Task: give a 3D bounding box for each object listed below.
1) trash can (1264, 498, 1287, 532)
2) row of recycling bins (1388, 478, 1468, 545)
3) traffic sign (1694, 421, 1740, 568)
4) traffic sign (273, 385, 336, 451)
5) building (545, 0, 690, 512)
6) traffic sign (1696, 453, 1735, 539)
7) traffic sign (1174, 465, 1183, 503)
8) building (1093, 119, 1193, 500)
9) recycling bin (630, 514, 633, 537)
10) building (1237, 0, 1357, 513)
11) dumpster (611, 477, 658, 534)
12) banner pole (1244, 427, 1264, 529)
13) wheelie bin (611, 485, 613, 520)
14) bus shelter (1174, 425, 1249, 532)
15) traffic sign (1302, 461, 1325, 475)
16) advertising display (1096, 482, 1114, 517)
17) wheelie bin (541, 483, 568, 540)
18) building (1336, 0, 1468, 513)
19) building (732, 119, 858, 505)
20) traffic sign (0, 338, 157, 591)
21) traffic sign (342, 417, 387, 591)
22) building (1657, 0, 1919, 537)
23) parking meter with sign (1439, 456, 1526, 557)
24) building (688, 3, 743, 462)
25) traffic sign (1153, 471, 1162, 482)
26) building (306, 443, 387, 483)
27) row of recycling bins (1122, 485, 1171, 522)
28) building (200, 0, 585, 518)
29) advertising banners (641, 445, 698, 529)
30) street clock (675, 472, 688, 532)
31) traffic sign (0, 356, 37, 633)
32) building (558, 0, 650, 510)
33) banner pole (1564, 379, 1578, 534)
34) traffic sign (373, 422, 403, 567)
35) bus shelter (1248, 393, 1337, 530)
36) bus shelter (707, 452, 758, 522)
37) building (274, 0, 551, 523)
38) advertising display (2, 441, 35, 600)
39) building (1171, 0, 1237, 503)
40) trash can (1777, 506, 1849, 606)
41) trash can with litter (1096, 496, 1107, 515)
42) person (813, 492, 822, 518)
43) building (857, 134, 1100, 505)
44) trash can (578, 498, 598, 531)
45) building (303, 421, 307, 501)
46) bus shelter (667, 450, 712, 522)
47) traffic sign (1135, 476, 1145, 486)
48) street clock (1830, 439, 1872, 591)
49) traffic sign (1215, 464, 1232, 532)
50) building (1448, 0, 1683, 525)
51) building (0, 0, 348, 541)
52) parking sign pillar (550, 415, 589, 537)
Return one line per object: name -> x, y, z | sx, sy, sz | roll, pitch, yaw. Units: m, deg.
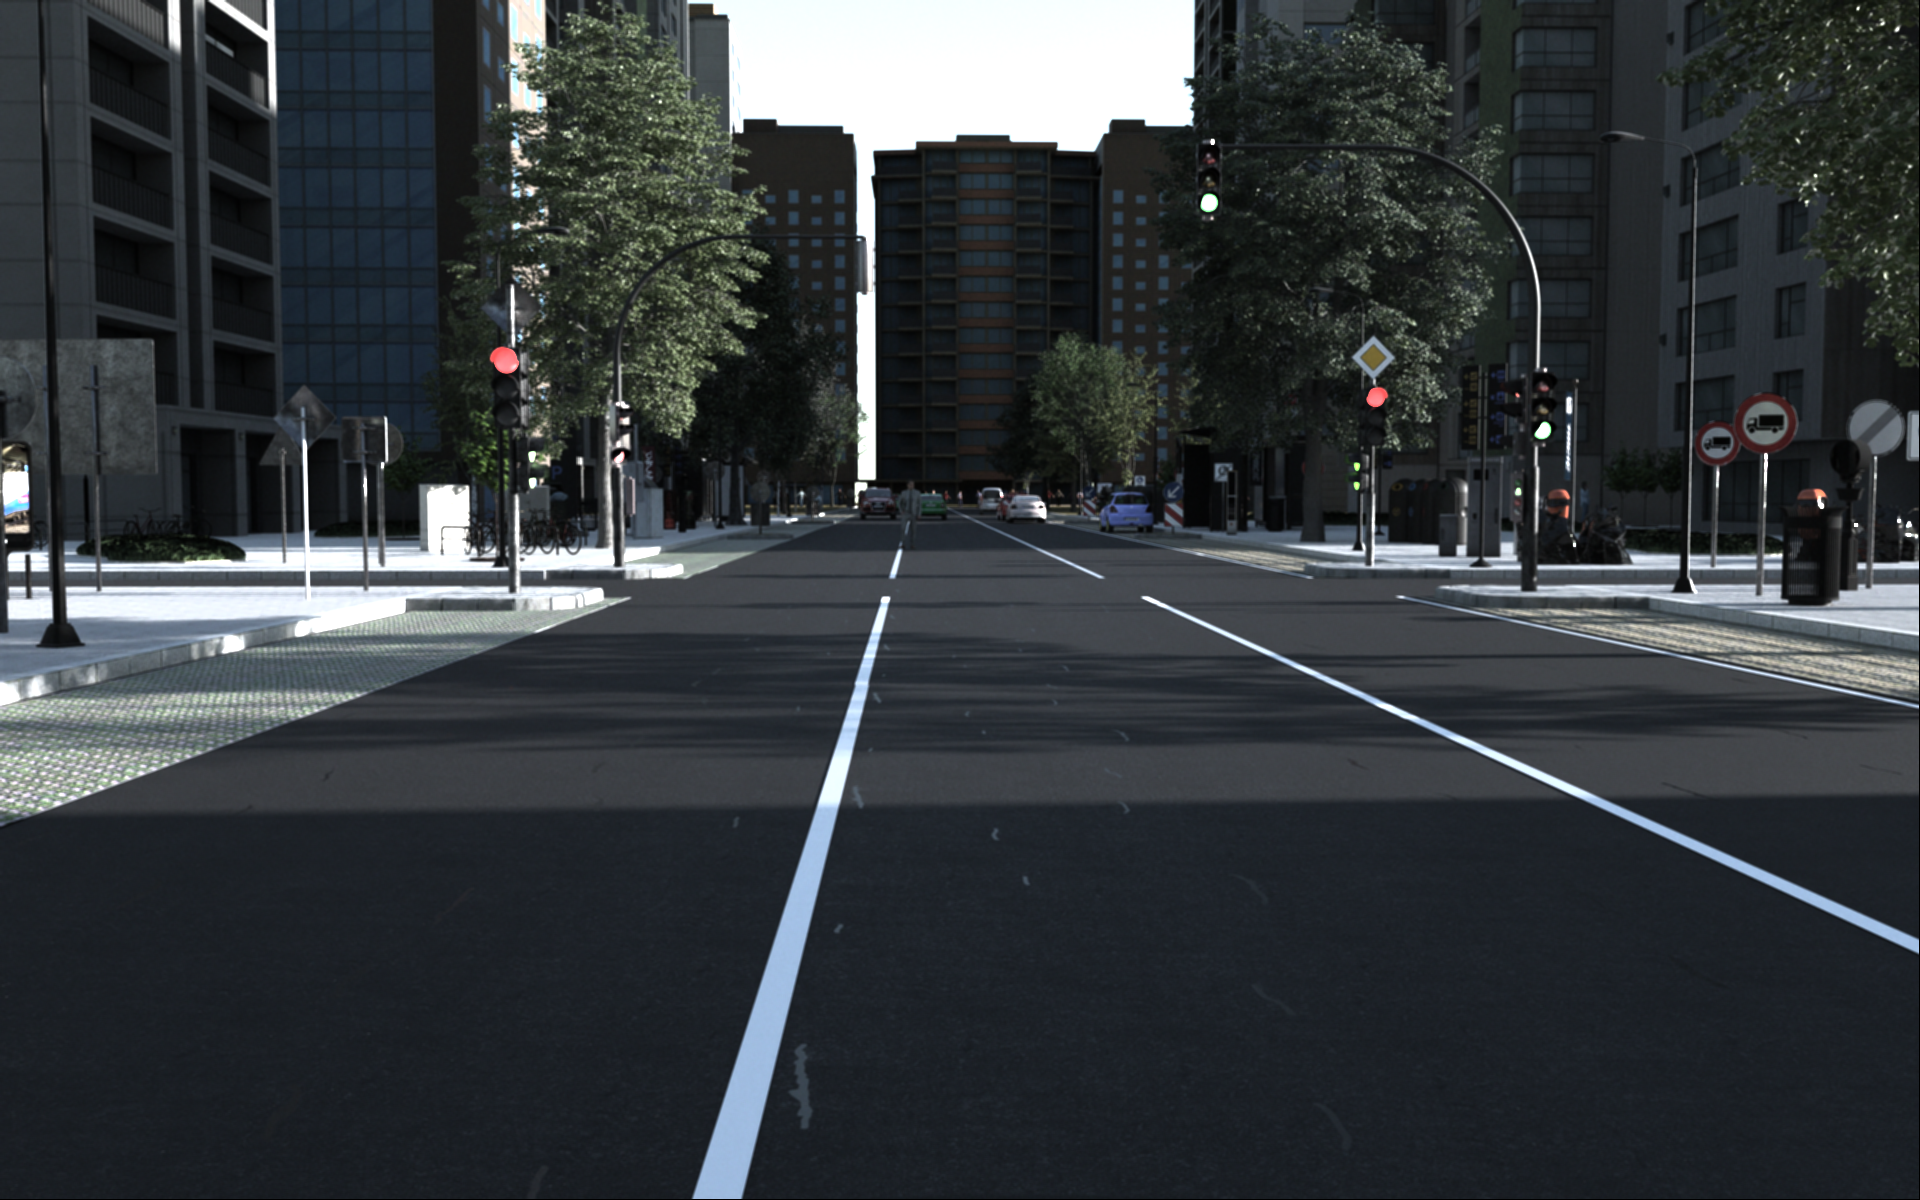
trash can -> 10.778, -2.907, 59.188 | 0.748, 1.137, 0.748 | 0, 3, 0
row of recycling bins -> 12.235, -2.323, 45.091 | 1.069, 1.692, 3.534 | -1, 4, -12
traffic sign -> 13.165, -1.840, 30.189 | 0.768, 2.556, 0.104 | 0, 4, 6
traffic sign -> -7.935, -1.299, 20.977 | 0.795, 2.593, 0.064 | 0, 4, 7
building -> -35.732, -43.891, 155.872 | 20.611, 71.187, 20.563 | 0, 4, -1
traffic sign -> 13.851, -1.937, 31.774 | 0.768, 2.556, 0.104 | 0, 4, 6
traffic sign -> 9.597, -4.558, 74.632 | 0.768, 2.556, 0.104 | 0, 4, 6
building -> 23.685, -34.257, 210.211 | 14.200, 45.320, 14.600 | 0, 4, -1
recycling bin -> -9.579, -2.439, 52.440 | 0.722, 1.027, 0.722 | 0, 4, -4
building -> 31.704, -36.080, 131.907 | 21.231, 58.520, 28.212 | 0, 4, -1
dumpster -> -10.244, -2.988, 54.606 | 1.264, 1.857, 1.865 | 0, 4, -2
banner pole -> 10.754, -4.518, 63.882 | 0.863, 3.779, 0.401 | 0, 4, 5
wheelie bin -> -12.574, -3.368, 62.975 | 0.980, 1.594, 0.693 | -1, 4, -8
bus shelter -> 8.937, -4.315, 61.833 | 1.731, 3.624, 6.357 | 0, 4, -1
traffic sign -> 11.947, -3.583, 58.686 | 0.768, 2.556, 0.104 | 0, 4, 1
advertising display -> 7.925, -5.473, 94.689 | 0.974, 1.923, 0.123 | 2, 4, 28
wheelie bin -> -11.369, -2.472, 48.324 | 0.980, 1.594, 0.693 | 1, 4, 17
building -> 28.881, -20.037, 99.313 | 14.160, 30.474, 14.107 | 0, 4, -1
building -> -19.639, -34.245, 210.023 | 14.200, 45.320, 14.600 | 0, 4, -1
traffic sign -> -11.664, -1.766, 22.744 | 2.265, 3.308, 0.079 | 0, 4, 3
traffic sign -> -7.872, -1.271, 22.903 | 0.606, 2.300, 0.079 | 0, 4, 6
building -> 31.404, -17.214, 53.147 | 14.107, 30.474, 14.160 | 0, 4, -1
parking meter with sign -> 10.704, -2.392, 35.377 | 1.738, 3.016, 0.543 | 1, 4, 17
building -> -40.911, -40.978, 211.984 | 28.212, 58.520, 21.231 | 0, 4, -1
traffic sign -> 11.142, -5.904, 96.635 | 0.768, 2.556, 0.104 | 0, 3, 0
building -> -58.348, -28.043, 150.387 | 23.993, 40.220, 32.217 | 0, 4, -1
row of recycling bins -> 8.811, -4.596, 82.265 | 1.069, 1.692, 3.534 | -2, 4, -26
building -> -35.472, -41.343, 114.210 | 20.563, 71.187, 20.611 | 0, 4, -1
advertising banners -> -10.527, -4.074, 62.792 | 2.074, 3.025, 0.090 | -2, 4, -23
street clock -> -9.305, -3.266, 57.975 | 0.358, 2.002, 0.471 | 2, 4, 25
traffic sign -> -8.848, -0.969, 15.944 | 0.768, 2.556, 0.104 | 0, 4, 8
building -> -31.863, -27.463, 132.611 | 14.154, 41.232, 14.086 | 0, 4, -1
banner pole -> 13.199, -2.902, 37.467 | 0.401, 3.779, 0.863 | 2, 4, 35
traffic sign -> -10.193, -1.860, 30.524 | 0.768, 2.556, 0.104 | 0, 4, 2
bus shelter -> 12.320, -5.393, 65.805 | 2.179, 5.291, 8.768 | 0, 4, -2
bus shelter -> -10.883, -5.467, 83.304 | 2.014, 3.302, 5.546 | 0, 4, -1
building -> -27.951, -26.393, 81.630 | 14.600, 45.320, 14.200 | 0, 4, -1
advertising display -> -11.695, -0.956, 20.853 | 0.123, 1.923, 0.974 | 3, 5, 45
building -> 30.659, -43.928, 156.474 | 20.563, 71.187, 20.611 | 0, 4, -1
trash can -> 9.858, -0.514, 20.057 | 0.748, 1.137, 0.748 | 0, 3, 0
trash can with litter -> 7.840, -5.018, 93.438 | 0.624, 1.170, 1.055 | 3, 4, 37
person -> -8.353, -5.599, 101.860 | 0.589, 1.601, 0.330 | 3, 4, 37
building -> 2.041, -34.201, 213.815 | 28.867, 44.769, 22.147 | 0, 4, -1
trash can -> -12.938, -2.979, 60.356 | 0.748, 1.137, 0.748 | 0, 3, 0
building -> -69.556, -40.950, 211.527 | 28.212, 58.520, 21.231 | 0, 4, -1
bus shelter -> -13.214, -6.503, 83.959 | 2.179, 5.291, 8.768 | 0, 4, -2
traffic sign -> 9.982, -5.752, 96.179 | 0.606, 2.300, 0.079 | 0, 4, 2
street clock -> 11.833, -1.130, 23.051 | 0.358, 2.002, 0.471 | -1, 4, -22
traffic sign -> 8.785, -3.405, 57.803 | 0.606, 2.300, 0.079 | 0, 4, 1
building -> 29.517, -24.058, 76.938 | 14.154, 41.232, 14.086 | 0, 4, -1
building -> -32.107, -37.744, 55.370 | 20.563, 71.187, 20.611 | 0, 4, -1
parking sign pillar -> -11.940, -3.898, 52.200 | 1.447, 3.967, 1.447 | 0, 4, 5
